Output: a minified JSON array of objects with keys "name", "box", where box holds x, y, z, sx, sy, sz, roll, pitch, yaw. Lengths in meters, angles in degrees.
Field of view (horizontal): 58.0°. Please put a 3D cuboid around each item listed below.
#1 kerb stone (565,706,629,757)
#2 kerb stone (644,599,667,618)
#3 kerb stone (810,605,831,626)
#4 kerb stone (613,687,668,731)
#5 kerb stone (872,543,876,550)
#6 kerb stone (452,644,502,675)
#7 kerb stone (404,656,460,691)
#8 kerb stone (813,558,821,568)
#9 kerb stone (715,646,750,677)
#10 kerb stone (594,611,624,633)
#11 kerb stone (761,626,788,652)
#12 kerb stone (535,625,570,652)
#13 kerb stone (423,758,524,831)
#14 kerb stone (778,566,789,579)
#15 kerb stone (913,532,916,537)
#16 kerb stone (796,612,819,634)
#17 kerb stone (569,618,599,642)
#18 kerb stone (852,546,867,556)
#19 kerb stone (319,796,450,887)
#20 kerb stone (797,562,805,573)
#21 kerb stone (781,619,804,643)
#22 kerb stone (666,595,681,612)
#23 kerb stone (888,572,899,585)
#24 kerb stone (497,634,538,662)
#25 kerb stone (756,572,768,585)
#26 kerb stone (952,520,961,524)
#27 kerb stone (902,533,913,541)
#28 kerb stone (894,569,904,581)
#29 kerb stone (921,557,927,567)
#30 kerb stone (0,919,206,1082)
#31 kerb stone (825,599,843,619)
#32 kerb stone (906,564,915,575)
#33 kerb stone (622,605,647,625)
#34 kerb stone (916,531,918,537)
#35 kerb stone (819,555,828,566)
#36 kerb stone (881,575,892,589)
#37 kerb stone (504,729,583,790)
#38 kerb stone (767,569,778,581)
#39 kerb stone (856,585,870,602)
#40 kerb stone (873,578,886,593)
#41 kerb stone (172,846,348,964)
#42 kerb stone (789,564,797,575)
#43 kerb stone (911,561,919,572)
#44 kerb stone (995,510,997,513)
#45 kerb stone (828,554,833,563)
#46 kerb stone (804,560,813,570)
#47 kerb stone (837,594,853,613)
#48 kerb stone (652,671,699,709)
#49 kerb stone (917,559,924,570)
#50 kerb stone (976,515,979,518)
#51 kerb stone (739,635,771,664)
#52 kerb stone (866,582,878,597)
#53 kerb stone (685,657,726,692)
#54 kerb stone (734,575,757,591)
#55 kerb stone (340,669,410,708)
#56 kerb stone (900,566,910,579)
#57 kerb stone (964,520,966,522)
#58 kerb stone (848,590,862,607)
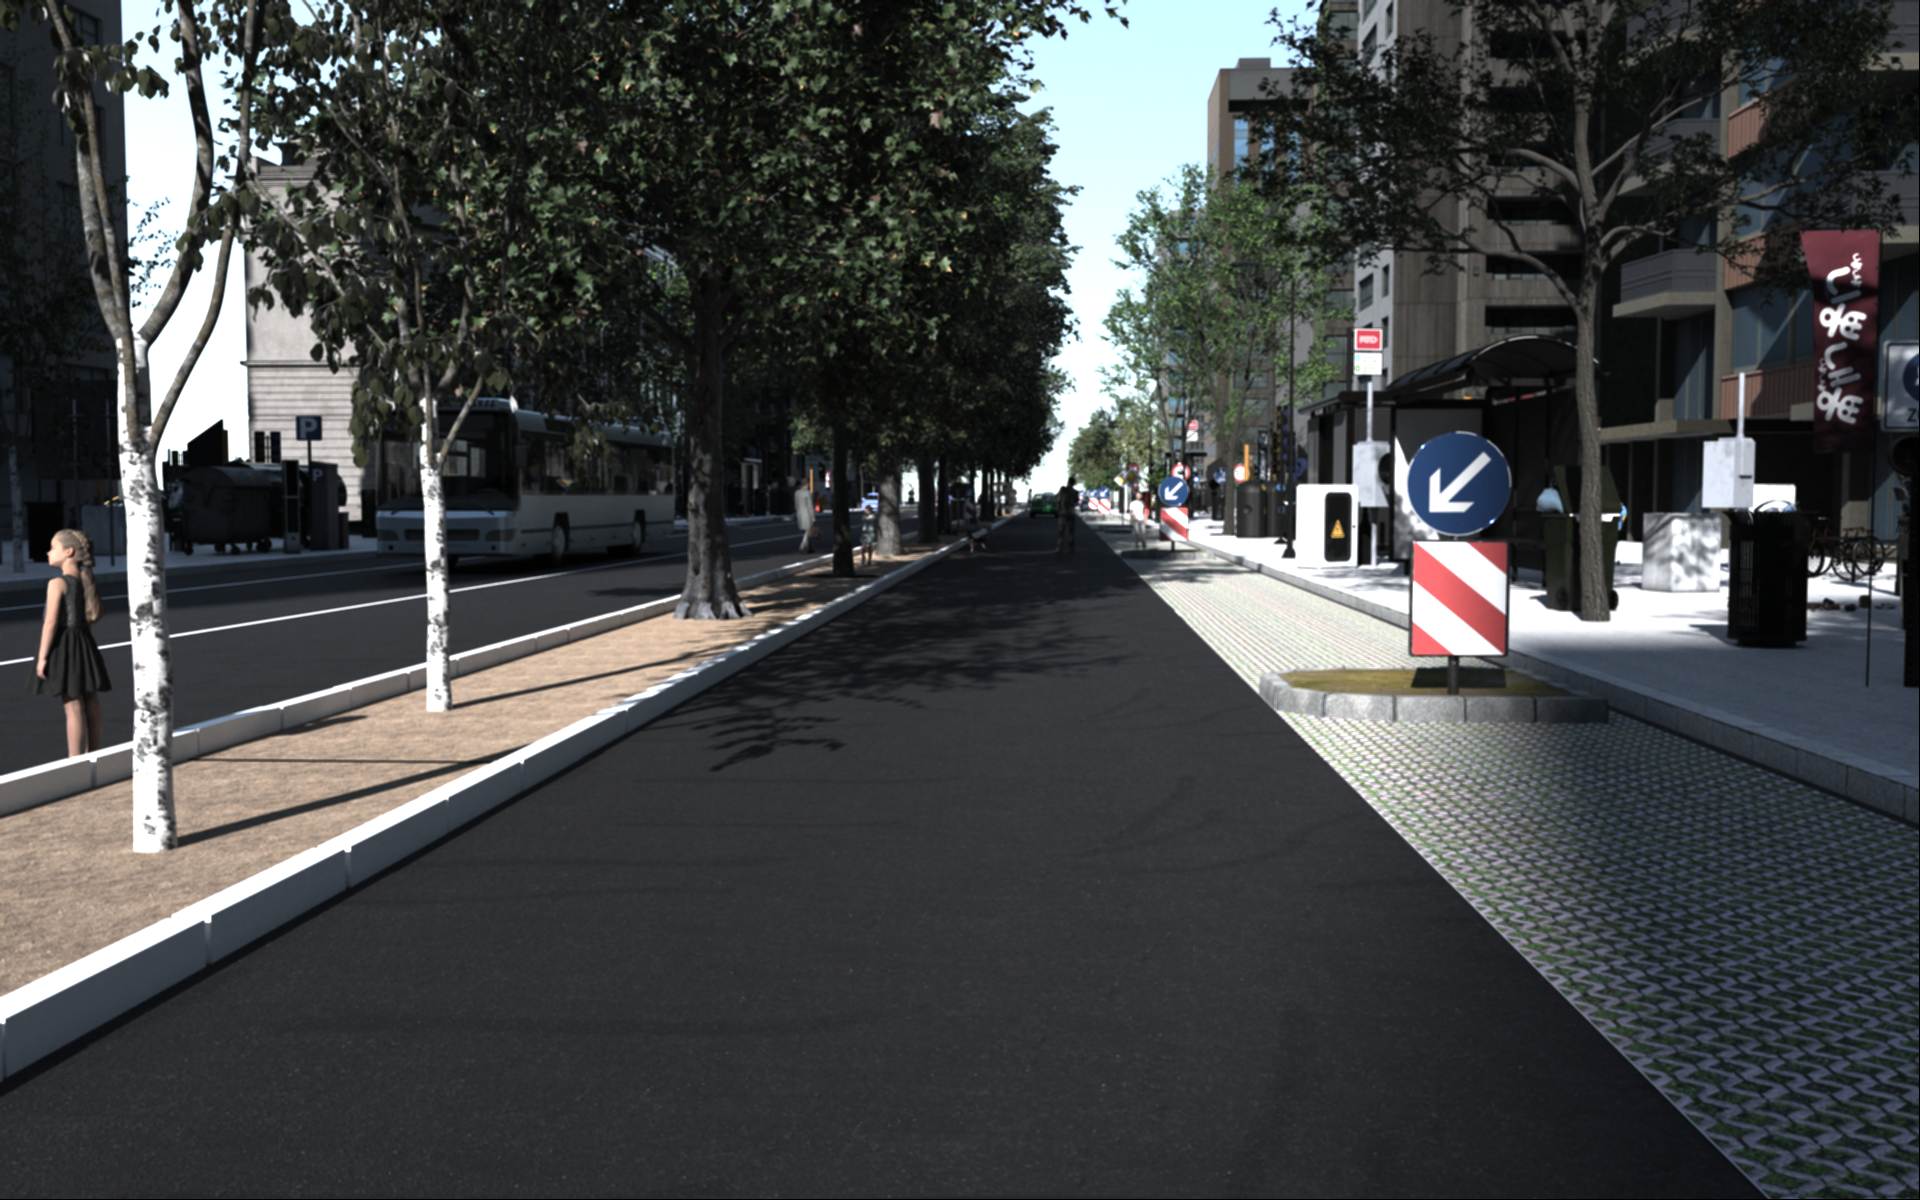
[{"name":"kerb stone","box":[-2.089,0.757,9.881,0.120,0.150,1.000,0,4,3]},{"name":"kerb stone","box":[-3.615,0.124,20.199,0.120,0.150,1.000,0,4,3]},{"name":"kerb stone","box":[-1.570,0.191,19.080,0.120,0.150,1.000,0,4,3]},{"name":"kerb stone","box":[-2.029,0.695,10.902,0.120,0.150,1.000,0,4,3]},{"name":"kerb stone","box":[-2.299,-1.317,43.730,0.120,0.150,1.000,0,4,3]},{"name":"kerb stone","box":[-3.956,0.498,14.049,0.120,0.150,1.000,0,4,3]},{"name":"kerb stone","box":[-4.012,0.561,13.023,0.120,0.150,1.000,0,4,3]},{"name":"kerb stone","box":[-2.872,-0.687,33.507,0.120,0.150,1.000,0,4,3]},{"name":"kerb stone","box":[-1.863,0.507,13.964,0.120,0.150,1.000,0,4,3]},{"name":"kerb stone","box":[-3.730,0.248,18.144,0.120,0.150,1.000,0,4,3]},{"name":"kerb stone","box":[-1.747,0.378,16.014,0.120,0.150,1.000,0,4,3]},{"name":"kerb stone","box":[-3.844,0.373,16.090,0.120,0.150,1.000,0,4,3]},{"name":"kerb stone","box":[-2.198,0.879,7.831,0.120,0.150,1.000,0,4,3]},{"name":"kerb stone","box":[-3.090,-0.442,29.420,0.120,0.150,1.000,0,4,3]},{"name":"kerb stone","box":[-1.610,-2.070,56.036,0.120,0.150,1.000,0,4,3]},{"name":"kerb stone","box":[-1.629,0.256,18.059,0.120,0.150,1.000,0,4,3]},{"name":"kerb stone","box":[-3.784,0.310,17.123,0.120,0.150,1.000,0,4,3]},{"name":"kerb stone","box":[-2.413,-1.192,41.689,0.120,0.150,1.000,0,4,3]},{"name":"kerb stone","box":[-2.250,0.941,6.810,0.120,0.150,1.000,0,4,3]},{"name":"kerb stone","box":[-2.987,-0.563,31.466,0.120,0.150,1.000,0,4,3]},{"name":"kerb stone","box":[-1.688,0.320,17.037,0.120,0.150,1.000,0,4,3]},{"name":"kerb stone","box":[-3.556,0.062,21.220,0.120,0.150,1.000,0,4,3]},{"name":"kerb stone","box":[-1.111,-0.310,27.272,0.120,0.150,1.000,0,4,3]},{"name":"kerb stone","box":[-3.903,0.436,15.070,0.120,0.150,1.000,0,4,3]},{"name":"kerb stone","box":[-3.212,-0.317,27.372,0.120,0.150,1.000,0,4,3]},{"name":"kerb stone","box":[-0.152,-3.666,82.140,0.120,0.150,1.000,0,4,3]},{"name":"kerb stone","box":[-1.674,-2.004,55.003,0.120,0.150,1.000,0,4,3]},{"name":"kerb stone","box":[-1.063,-0.373,28.295,0.120,0.150,1.000,0,4,3]},{"name":"kerb stone","box":[-0.780,-0.686,33.405,0.120,0.150,1.000,0,4,3]},{"name":"kerb stone","box":[-2.373,1.071,4.750,0.120,0.150,1.000,0,4,3]},{"name":"kerb stone","box":[-1.513,0.128,20.107,0.120,0.150,1.000,0,4,3]},{"name":"kerb stone","box":[-0.942,-0.498,30.336,0.120,0.150,1.000,0,4,3]},{"name":"kerb stone","box":[-3.672,0.188,19.173,0.120,0.150,1.000,0,4,3]},{"name":"kerb stone","box":[-1.569,-2.129,57.059,0.120,0.150,1.000,0,4,3]},{"name":"kerb stone","box":[-2.807,-0.754,34.527,0.120,0.150,1.000,0,4,3]},{"name":"kerb stone","box":[-1.172,-0.246,26.243,0.120,0.150,1.000,0,4,3]},{"name":"kerb stone","box":[-2.138,0.816,8.857,0.120,0.150,1.000,0,4,3]},{"name":"kerb stone","box":[-3.166,-0.377,28.397,0.120,0.150,1.000,0,4,3]},{"name":"kerb stone","box":[-1.346,-0.060,23.176,0.120,0.150,1.000,0,4,3]},{"name":"kerb stone","box":[-1.227,-0.185,25.217,0.120,0.150,1.000,0,4,3]},{"name":"kerb stone","box":[-2.314,1.005,5.780,0.120,0.150,1.000,0,4,3]},{"name":"kerb stone","box":[-3.038,-0.504,30.442,0.120,0.150,1.000,0,4,3]},{"name":"kerb stone","box":[-0.890,-0.561,31.363,0.120,0.150,1.000,0,4,3]},{"name":"kerb stone","box":[3.155,-7.298,141.521,0.120,0.150,1.000,0,4,3]},{"name":"kerb stone","box":[-2.757,-0.817,35.548,0.120,0.150,1.000,0,4,3]},{"name":"kerb stone","box":[-2.932,-0.629,32.486,0.120,0.150,1.000,0,4,3]},{"name":"kerb stone","box":[-1.456,0.065,21.129,0.120,0.150,1.000,0,4,3]},{"name":"kerb stone","box":[-1.976,0.630,11.922,0.120,0.150,1.000,0,4,3]},{"name":"kerb stone","box":[-0.827,-0.623,32.383,0.120,0.150,1.000,0,4,3]},{"name":"kerb stone","box":[1.260,-5.225,107.723,0.120,0.150,1.000,0,4,3]},{"name":"kerb stone","box":[-1.803,0.445,14.987,0.120,0.150,1.000,0,4,3]},{"name":"kerb stone","box":[-1.289,-0.122,24.196,0.120,0.150,1.000,0,4,3]},{"name":"kerb stone","box":[-1.920,0.567,12.943,0.120,0.150,1.000,0,4,3]},{"name":"kerb stone","box":[-3.271,-0.254,26.342,0.120,0.150,1.000,0,4,3]},{"name":"kerb stone","box":[-4.074,0.623,12.002,0.120,0.150,1.000,0,4,3]},{"name":"kerb stone","box":[-0.995,-0.429,29.315,0.120,0.150,1.000,0,4,3]},{"name":"kerb stone","box":[0.128,-3.979,87.251,0.120,0.150,1.000,0,4,3]},{"name":"kerb stone","box":[-1.402,0.006,22.150,0.120,0.150,1.000,0,4,3]}]
